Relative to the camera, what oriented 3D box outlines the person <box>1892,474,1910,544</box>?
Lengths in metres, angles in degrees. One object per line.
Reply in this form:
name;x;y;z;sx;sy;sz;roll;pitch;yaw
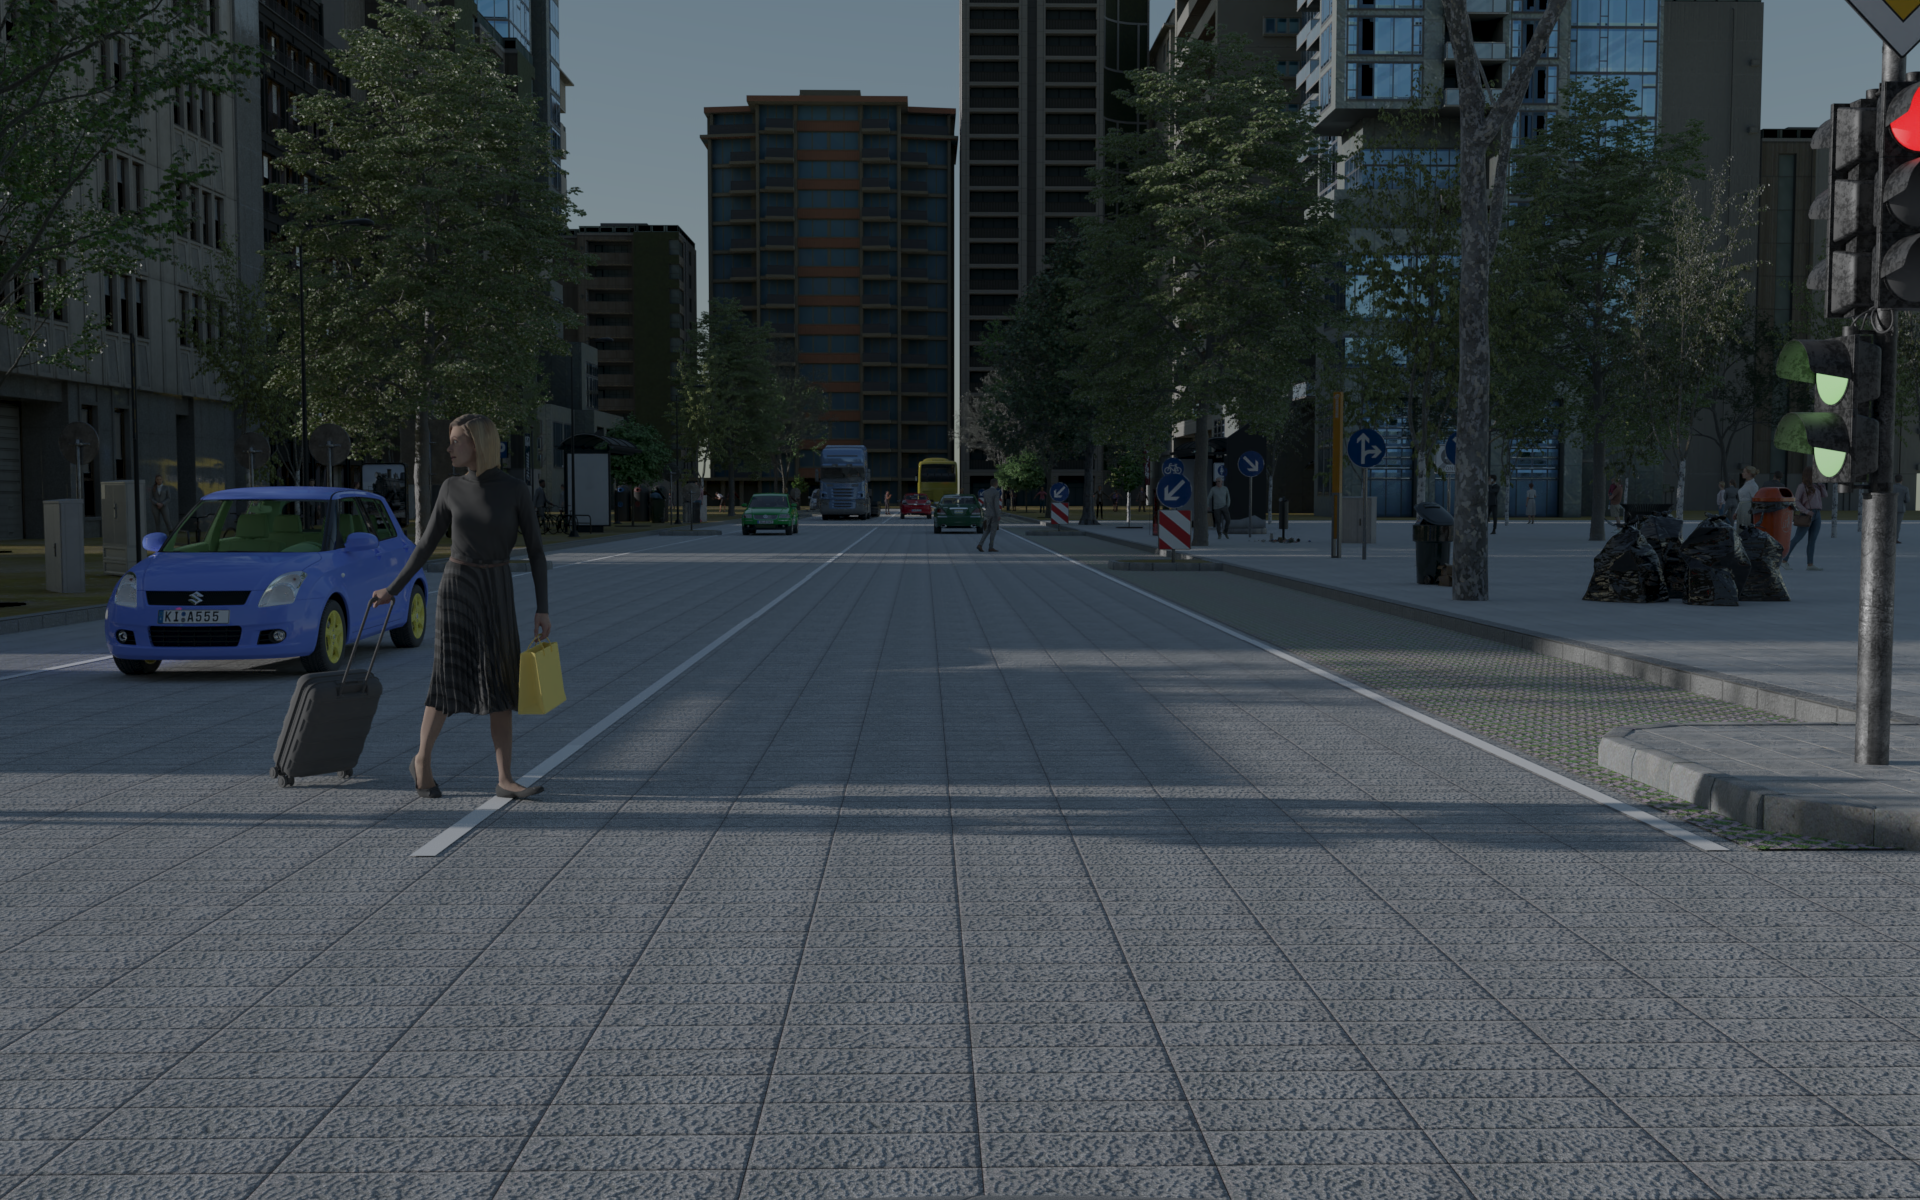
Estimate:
person;24.357;-2.370;44.988;0.606;1.804;0.583;3;4;38

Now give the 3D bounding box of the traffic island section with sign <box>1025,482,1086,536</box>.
traffic island section with sign;3.275;-3.135;59.889;1.989;1.847;2.006;0;4;-1

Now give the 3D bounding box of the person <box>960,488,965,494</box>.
person;0.029;-4.960;90.114;1.217;1.766;0.721;3;5;44

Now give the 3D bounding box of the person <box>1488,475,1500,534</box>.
person;16.919;-3.050;55.273;0.474;1.900;0.648;-2;4;-24

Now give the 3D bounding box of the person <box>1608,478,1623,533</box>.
person;21.703;-3.137;57.306;0.573;1.828;0.580;-1;4;-23

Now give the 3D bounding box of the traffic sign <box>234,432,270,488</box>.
traffic sign;-14.514;-2.166;35.513;0.768;2.556;0.104;0;4;3

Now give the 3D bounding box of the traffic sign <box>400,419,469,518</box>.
traffic sign;-14.110;-3.260;47.168;2.265;3.308;0.079;0;4;2

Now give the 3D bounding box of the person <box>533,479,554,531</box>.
person;-14.493;-3.272;59.820;0.850;1.792;0.678;0;4;5

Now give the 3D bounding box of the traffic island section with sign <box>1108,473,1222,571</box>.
traffic island section with sign;3.854;-1.485;32.911;1.989;1.847;2.006;0;4;-1

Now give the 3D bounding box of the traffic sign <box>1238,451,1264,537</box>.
traffic sign;8.575;-3.121;51.133;0.768;2.556;0.104;0;4;1

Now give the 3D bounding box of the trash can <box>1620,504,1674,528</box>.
trash can;10.167;-0.858;25.680;0.748;1.137;0.748;0;3;0

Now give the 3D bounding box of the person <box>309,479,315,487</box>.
person;-23.567;-3.479;62.889;0.622;1.834;0.822;-2;4;-26

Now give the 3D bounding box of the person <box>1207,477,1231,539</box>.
person;7.333;-2.625;49.455;0.782;1.767;0.515;0;4;-2

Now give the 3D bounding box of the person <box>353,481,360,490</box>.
person;-22.607;-3.583;65.201;0.524;1.755;0.480;-2;4;-29

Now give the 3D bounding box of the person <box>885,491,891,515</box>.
person;-4.932;-6.682;119.212;0.593;1.643;0.415;2;4;31

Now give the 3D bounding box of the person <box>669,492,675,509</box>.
person;-24.241;-8.471;145.464;0.530;1.710;0.541;-2;4;-27

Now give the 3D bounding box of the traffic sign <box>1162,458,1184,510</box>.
traffic sign;7.417;-3.688;60.398;0.768;2.556;0.104;0;4;4

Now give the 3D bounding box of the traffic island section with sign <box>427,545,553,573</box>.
traffic island section with sign;-8.774;-1.466;32.599;1.989;1.847;2.006;0;4;-1

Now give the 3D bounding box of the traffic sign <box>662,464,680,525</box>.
traffic sign;-12.075;-4.420;72.380;0.768;2.556;0.104;0;4;5

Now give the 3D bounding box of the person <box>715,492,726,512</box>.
person;-16.703;-6.824;120.797;0.799;1.438;0.628;0;4;-7

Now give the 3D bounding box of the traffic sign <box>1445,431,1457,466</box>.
traffic sign;9.891;-2.074;34.012;0.768;2.556;0.104;1;4;8

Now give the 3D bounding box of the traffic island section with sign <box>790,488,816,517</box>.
traffic island section with sign;-10.394;-6.199;109.982;1.989;1.847;2.006;0;4;-1

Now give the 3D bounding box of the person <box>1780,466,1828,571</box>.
person;14.211;-1.380;29.191;0.593;1.750;0.643;-2;4;-29

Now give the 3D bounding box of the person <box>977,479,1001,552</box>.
person;0.802;-2.104;43.016;0.853;1.813;0.709;-3;5;-44

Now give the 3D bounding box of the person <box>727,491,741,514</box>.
person;-14.286;-6.294;108.919;0.705;1.831;1.348;2;4;29

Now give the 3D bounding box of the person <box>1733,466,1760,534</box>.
person;14.450;-1.551;31.621;0.641;1.798;0.478;1;4;17

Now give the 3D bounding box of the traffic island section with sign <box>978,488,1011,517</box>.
traffic island section with sign;2.209;-6.208;110.124;1.989;1.847;2.006;0;4;-1

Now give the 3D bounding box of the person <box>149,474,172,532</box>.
person;-20.517;-2.336;44.504;0.520;1.790;0.573;-3;4;-36

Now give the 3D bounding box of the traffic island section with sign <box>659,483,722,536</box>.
traffic island section with sign;-9.357;-3.165;60.378;1.989;1.847;2.006;0;4;-1

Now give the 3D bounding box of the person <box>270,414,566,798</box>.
person;-2.578;0.025;8.309;1.509;1.804;0.699;2;4;34

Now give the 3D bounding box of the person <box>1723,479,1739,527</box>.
person;26.141;-3.215;58.877;0.520;1.790;0.573;-1;4;-8

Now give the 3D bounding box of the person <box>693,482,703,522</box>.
person;-11.982;-4.459;78.963;0.555;1.821;0.388;-1;4;-11

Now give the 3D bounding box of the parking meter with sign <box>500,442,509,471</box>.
parking meter with sign;-15.644;-3.712;56.951;0.543;3.016;1.738;2;4;29

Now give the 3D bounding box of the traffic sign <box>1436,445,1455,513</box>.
traffic sign;10.042;-2.046;35.585;0.606;2.300;0.079;0;4;5

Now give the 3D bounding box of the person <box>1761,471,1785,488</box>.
person;19.786;-2.227;42.253;0.655;1.846;0.447;2;4;26

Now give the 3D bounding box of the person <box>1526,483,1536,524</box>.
person;24.436;-4.134;74.209;0.480;1.755;0.524;-1;4;-15

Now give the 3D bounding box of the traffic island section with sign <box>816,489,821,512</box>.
traffic island section with sign;-10.983;-7.852;137.009;1.989;1.847;2.006;0;4;-1

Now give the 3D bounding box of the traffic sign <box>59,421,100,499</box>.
traffic sign;-15.433;-1.849;30.343;0.768;2.556;0.104;0;4;8

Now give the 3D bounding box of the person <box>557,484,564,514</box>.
person;-17.566;-4.280;76.776;0.466;1.731;0.760;1;4;21

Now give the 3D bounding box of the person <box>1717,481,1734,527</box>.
person;27.396;-3.381;61.995;0.598;1.740;0.731;1;4;15

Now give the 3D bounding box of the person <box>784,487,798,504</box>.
person;-8.517;-4.664;85.274;1.217;1.766;0.721;1;4;22

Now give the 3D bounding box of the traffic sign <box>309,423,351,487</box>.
traffic sign;-11.353;-1.902;31.204;0.768;2.556;0.104;0;4;4

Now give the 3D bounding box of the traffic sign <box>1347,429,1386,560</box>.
traffic sign;7.904;-2.060;33.787;0.768;2.556;0.104;0;4;0

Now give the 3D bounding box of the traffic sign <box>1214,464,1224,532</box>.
traffic sign;8.663;-3.364;57.125;0.606;2.300;0.079;0;4;2
